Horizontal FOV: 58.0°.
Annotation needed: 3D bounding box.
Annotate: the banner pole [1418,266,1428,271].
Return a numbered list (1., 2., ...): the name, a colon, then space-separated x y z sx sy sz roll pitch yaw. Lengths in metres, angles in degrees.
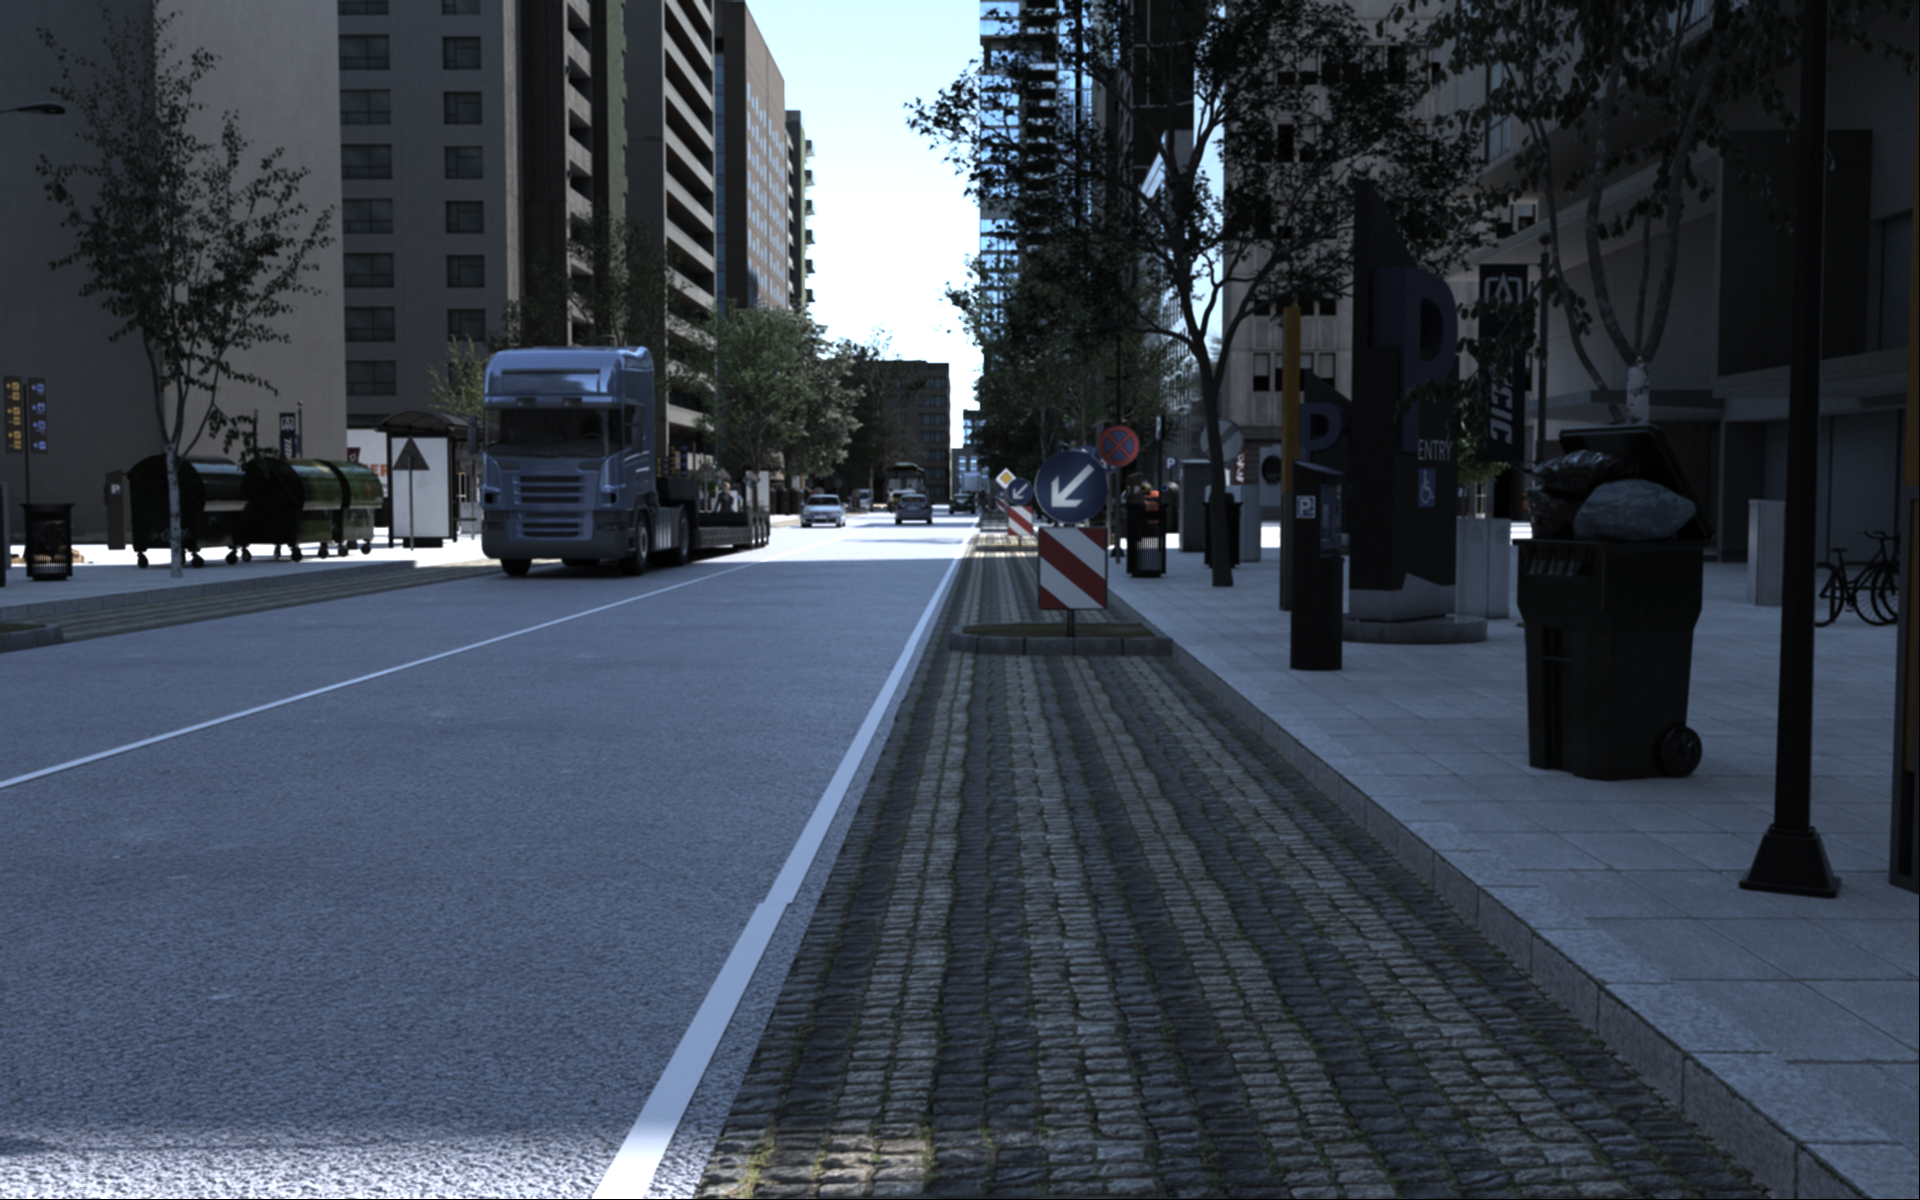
1. banner pole: 4.941 -1.790 19.289 0.401 3.779 0.863 -2 4 -33

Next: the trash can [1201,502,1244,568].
1. trash can: 4.558 -1.128 30.096 0.748 1.137 0.748 0 3 0

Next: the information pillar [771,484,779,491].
1. information pillar: -13.369 -7.297 123.801 0.304 2.012 0.304 -3 5 -44

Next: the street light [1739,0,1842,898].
1. street light: 2.179 -2.016 5.509 1.470 5.913 1.316 0 4 1

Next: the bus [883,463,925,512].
1. bus: -4.363 -9.083 140.057 2.896 3.916 12.252 0 4 2

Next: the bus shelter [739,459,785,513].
1. bus shelter: -11.670 -6.631 102.334 2.014 3.302 5.546 0 4 1

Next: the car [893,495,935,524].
1. car: -2.207 -4.348 83.085 2.014 1.417 4.499 0 4 0

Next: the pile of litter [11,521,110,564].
1. pile of litter: -16.800 -1.108 32.080 1.719 0.858 1.176 0 4 4

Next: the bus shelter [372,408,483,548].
1. bus shelter: -12.834 -3.046 43.732 2.014 3.302 5.546 0 4 1

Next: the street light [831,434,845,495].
1. street light: -9.466 -9.912 134.594 1.470 5.913 1.316 0 4 1

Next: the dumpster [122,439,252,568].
1. dumpster: -13.676 -1.724 30.679 1.502 2.255 1.985 0 4 1

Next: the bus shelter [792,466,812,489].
1. bus shelter: -11.839 -8.149 127.157 2.014 3.302 5.546 0 4 1

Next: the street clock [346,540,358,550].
1. street clock: -13.971 -2.151 39.733 0.471 2.002 0.358 -3 5 -43

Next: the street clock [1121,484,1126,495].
1. street clock: 11.989 -7.495 127.108 0.358 2.002 0.471 -3 5 -44

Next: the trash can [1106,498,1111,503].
1. trash can: 4.808 -2.930 59.567 0.748 1.137 0.748 0 3 0

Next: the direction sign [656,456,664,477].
1. direction sign: -17.823 -6.833 103.720 0.876 3.537 0.379 -3 5 -44

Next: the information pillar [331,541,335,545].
1. information pillar: -16.020 -2.406 43.830 0.304 2.012 0.304 0 4 -4

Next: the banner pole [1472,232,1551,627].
1. banner pole: 5.354 -1.628 16.629 0.863 3.779 0.401 0 4 0

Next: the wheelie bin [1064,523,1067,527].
1. wheelie bin: 4.162 -3.370 63.002 0.980 1.594 0.693 2 4 31

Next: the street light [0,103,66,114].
1. street light: -11.315 -2.947 20.724 1.470 5.913 1.316 0 4 1

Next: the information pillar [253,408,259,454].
1. information pillar: -19.062 -3.400 46.950 0.183 3.616 0.504 -1 4 -16

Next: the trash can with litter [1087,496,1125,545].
1. trash can with litter: 3.531 -1.954 43.337 0.624 1.170 1.055 2 4 34

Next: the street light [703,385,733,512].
1. street light: -10.369 -6.204 73.978 1.470 5.913 1.316 0 4 1

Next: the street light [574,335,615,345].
1. street light: -10.772 -4.785 50.770 1.470 5.913 1.316 0 4 1

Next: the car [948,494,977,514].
1. car: 0.169 -6.947 125.380 2.131 1.459 4.920 0 4 2

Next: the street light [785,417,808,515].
1. street light: -9.822 -8.034 103.893 1.470 5.913 1.316 0 4 1

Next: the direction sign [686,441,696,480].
1. direction sign: -11.384 -5.030 74.241 0.379 3.537 0.876 0 4 -3

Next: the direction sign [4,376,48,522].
1. direction sign: -18.065 -2.542 33.555 0.379 3.537 0.876 2 4 23

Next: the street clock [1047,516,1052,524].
1. street clock: 3.814 -4.215 73.486 0.358 2.002 0.471 1 4 12

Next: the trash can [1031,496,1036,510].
1. trash can: 6.127 -7.952 141.669 0.748 1.137 0.748 0 3 0

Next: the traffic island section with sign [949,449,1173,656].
1. traffic island section with sign: 0.903 -0.463 16.202 1.989 1.847 2.006 0 4 1

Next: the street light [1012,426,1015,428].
1. street light: 3.494 -7.044 87.707 1.470 5.913 1.316 0 4 1

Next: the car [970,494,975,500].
1. car: 0.982 -10.823 186.749 2.009 1.686 4.222 0 4 3

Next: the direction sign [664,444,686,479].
1. direction sign: -12.667 -5.248 77.797 0.876 3.537 0.379 0 4 5

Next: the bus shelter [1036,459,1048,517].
1. bus shelter: 5.190 -6.079 93.310 2.014 3.302 5.546 0 4 1

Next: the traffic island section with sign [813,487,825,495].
1. traffic island section with sign: -8.132 -5.602 100.214 1.989 1.847 2.006 0 4 1

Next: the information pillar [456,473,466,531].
1. information pillar: -17.267 -3.382 59.788 0.304 2.012 0.304 2 4 26

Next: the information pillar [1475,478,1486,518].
1. information pillar: 21.999 -4.202 73.202 0.304 2.012 0.304 3 5 39

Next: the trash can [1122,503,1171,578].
1. trash can: 2.873 -0.920 26.688 0.748 1.137 0.748 0 3 0

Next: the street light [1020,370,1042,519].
1. street light: 3.097 -5.654 64.977 1.470 5.913 1.316 0 4 1

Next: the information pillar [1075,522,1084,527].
1. information pillar: 3.242 -2.637 47.606 0.304 2.012 0.304 3 4 38

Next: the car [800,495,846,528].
1. car: -5.909 -3.864 75.186 2.014 1.417 4.499 0 4 -1

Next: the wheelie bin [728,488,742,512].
1. wheelie bin: -11.678 -4.962 89.038 0.980 1.594 0.693 0 4 4

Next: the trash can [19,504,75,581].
1. trash can: -13.517 -0.858 25.686 0.748 1.137 0.748 0 3 0

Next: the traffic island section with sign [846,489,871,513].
1. traffic island section with sign: -7.648 -7.312 128.172 1.989 1.847 2.006 0 4 1

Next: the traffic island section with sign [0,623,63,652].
1. traffic island section with sign: -9.627 -0.461 16.162 1.989 1.847 2.006 0 4 1

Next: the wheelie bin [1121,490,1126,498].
1. wheelie bin: 11.997 -7.162 125.005 0.693 1.594 0.980 0 4 -8

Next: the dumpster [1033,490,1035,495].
1. dumpster: 6.086 -8.565 145.798 1.264 1.857 1.865 0 4 1

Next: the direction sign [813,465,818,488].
1. direction sign: -10.435 -8.141 125.099 0.379 3.537 0.876 -2 4 -31

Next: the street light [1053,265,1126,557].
1. street light: 2.678 -3.835 35.242 1.470 5.913 1.316 0 4 1

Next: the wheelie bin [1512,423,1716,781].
1. wheelie bin: 2.992 -0.004 7.976 0.693 1.594 0.980 -1 4 -21

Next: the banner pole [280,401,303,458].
1. banner pole: -18.014 -3.476 46.847 0.863 3.779 0.401 1 4 13
